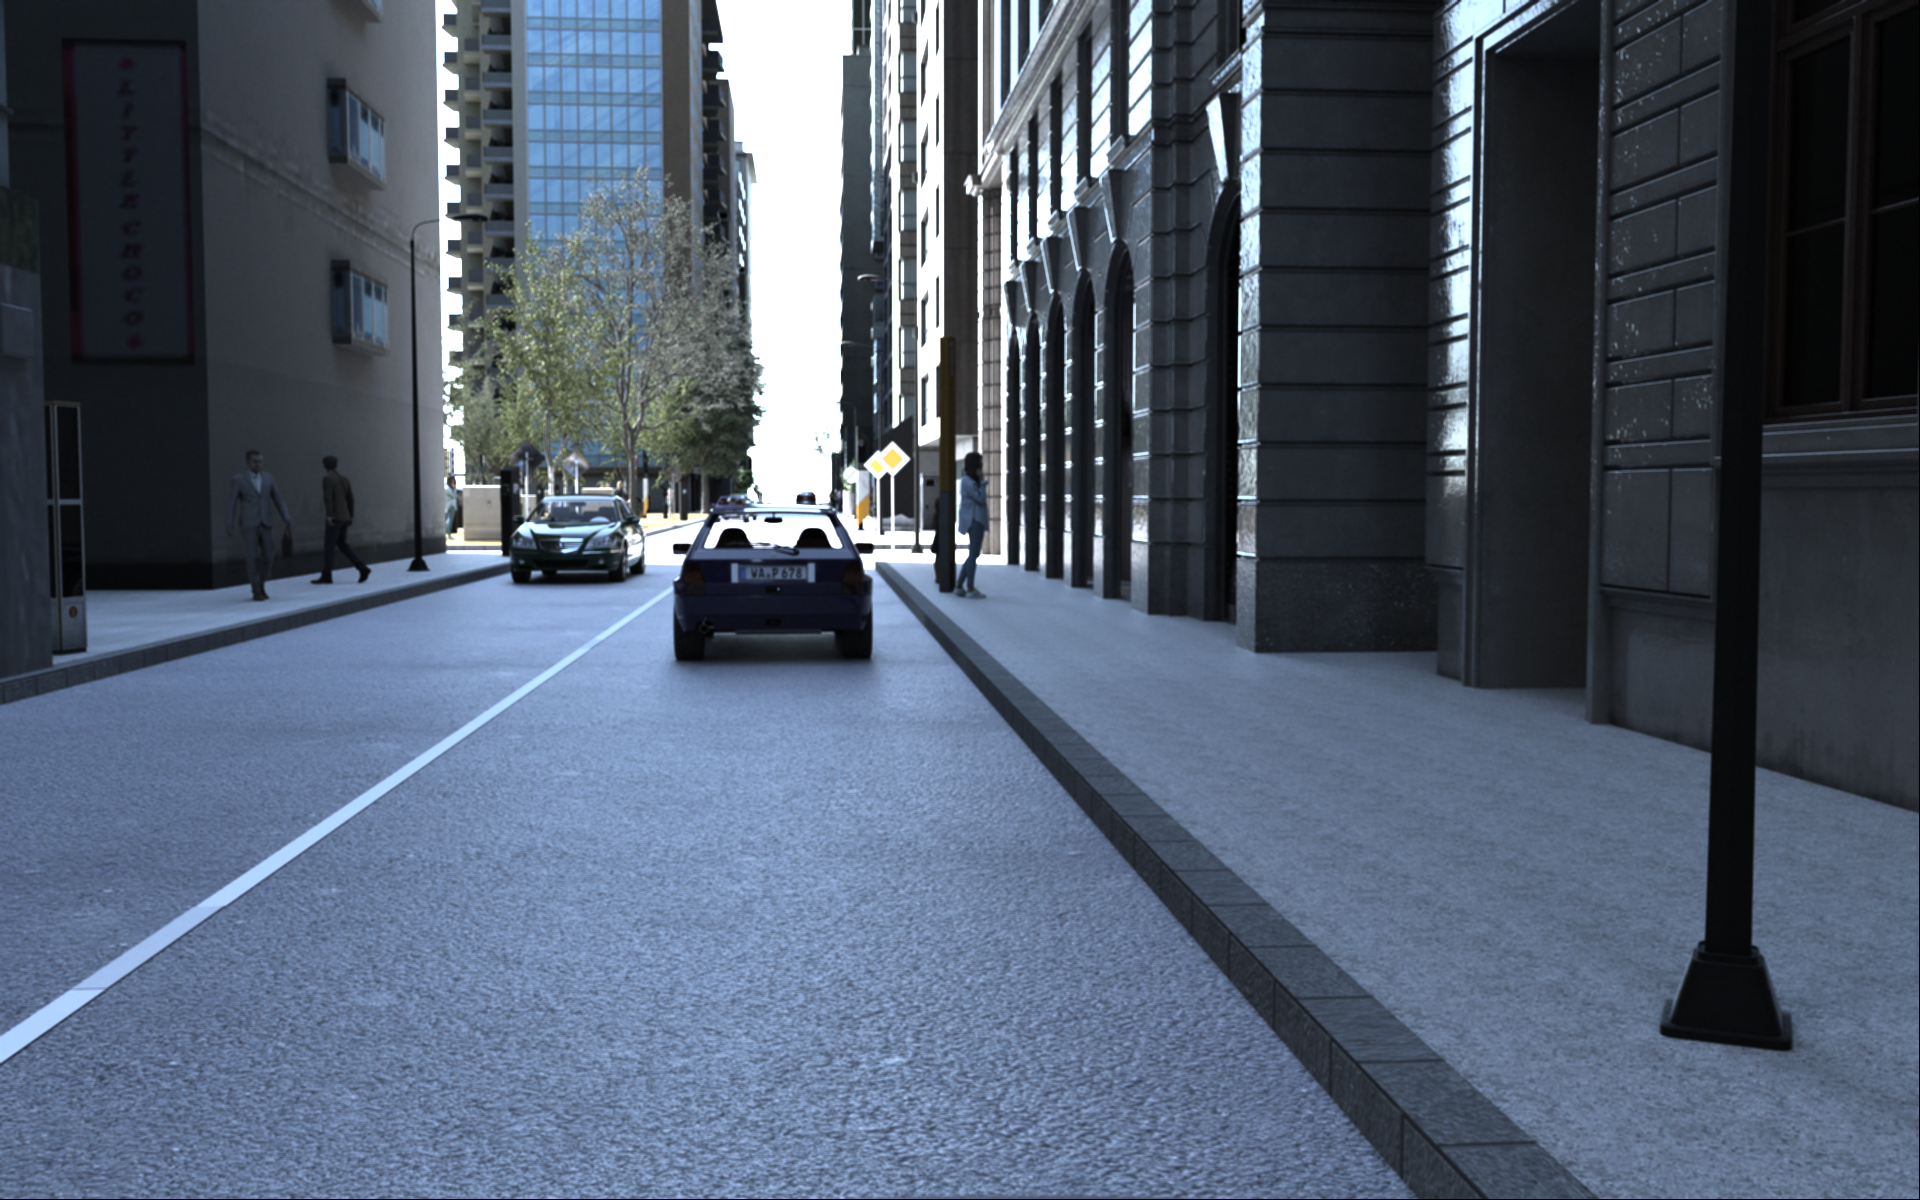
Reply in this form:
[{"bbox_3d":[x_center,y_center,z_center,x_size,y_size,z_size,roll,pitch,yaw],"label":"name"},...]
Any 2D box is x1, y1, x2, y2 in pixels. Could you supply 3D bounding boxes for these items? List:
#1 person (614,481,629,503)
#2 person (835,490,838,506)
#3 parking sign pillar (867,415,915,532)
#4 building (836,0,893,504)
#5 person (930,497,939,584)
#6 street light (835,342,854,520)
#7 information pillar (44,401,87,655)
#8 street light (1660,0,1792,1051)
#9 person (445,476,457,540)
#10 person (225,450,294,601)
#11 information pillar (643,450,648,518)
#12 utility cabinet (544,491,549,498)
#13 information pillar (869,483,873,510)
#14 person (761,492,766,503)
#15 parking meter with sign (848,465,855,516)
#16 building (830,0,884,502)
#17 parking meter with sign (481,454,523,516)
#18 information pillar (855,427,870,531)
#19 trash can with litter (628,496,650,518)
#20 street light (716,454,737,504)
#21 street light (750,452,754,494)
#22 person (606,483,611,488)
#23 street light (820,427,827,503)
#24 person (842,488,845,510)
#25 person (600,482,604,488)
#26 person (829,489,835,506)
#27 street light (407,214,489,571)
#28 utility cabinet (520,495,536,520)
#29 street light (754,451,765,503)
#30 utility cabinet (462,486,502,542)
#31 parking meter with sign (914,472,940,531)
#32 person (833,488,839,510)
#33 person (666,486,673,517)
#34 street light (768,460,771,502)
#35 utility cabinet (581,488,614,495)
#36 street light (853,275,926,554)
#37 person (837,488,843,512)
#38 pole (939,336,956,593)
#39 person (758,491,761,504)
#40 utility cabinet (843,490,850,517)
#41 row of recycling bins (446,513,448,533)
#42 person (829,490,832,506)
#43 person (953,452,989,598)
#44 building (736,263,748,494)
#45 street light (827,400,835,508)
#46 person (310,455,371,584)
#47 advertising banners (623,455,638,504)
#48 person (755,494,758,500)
[{"bbox_3d":[-13.597,-3.900,70.028,0.699,1.804,1.509,-2,4,-32],"label":"person"},{"bbox_3d":[-13.437,-11.152,189.103,0.721,1.736,1.217,0,4,-1],"label":"person"},{"bbox_3d":[-2.239,-4.342,59.470,1.447,3.967,1.447,1,4,10],"label":"parking sign pillar"},{"bbox_3d":[-6.839,-48.912,237.960,20.563,71.187,20.611,0,4,-5],"label":"building"},{"bbox_3d":[-0.245,-0.867,24.886,0.373,1.253,0.362,-1,4,-13],"label":"person"},{"bbox_3d":[-2.978,-4.922,53.023,1.470,5.913,1.316,0,4,-5],"label":"street light"},{"bbox_3d":[-7.263,-0.575,13.899,0.304,2.012,0.304,1,4,13],"label":"information pillar"},{"bbox_3d":[1.302,-1.921,3.943,1.470,5.913,1.316,0,4,-5],"label":"street light"},{"bbox_3d":[-14.301,-2.576,48.425,0.793,1.790,0.793,2,4,31],"label":"person"},{"bbox_3d":[-8.462,-0.902,20.905,0.853,1.813,0.709,3,5,45],"label":"person"},{"bbox_3d":[-16.593,-6.116,91.356,0.183,3.616,0.504,1,4,10],"label":"information pillar"},{"bbox_3d":[-27.691,-6.627,117.031,1.173,1.500,0.318,-3,5,-39],"label":"utility cabinet"},{"bbox_3d":[-6.068,-6.971,118.470,0.304,2.012,0.304,-2,4,-33],"label":"information pillar"},{"bbox_3d":[-27.975,-14.589,244.553,1.348,1.826,0.705,-2,4,-26],"label":"person"},{"bbox_3d":[-6.325,-6.555,103.430,0.543,3.016,1.738,-1,4,-9],"label":"parking meter with sign"},{"bbox_3d":[-8.535,-58.140,263.264,22.319,86.520,31.000,0,4,-5],"label":"building"},{"bbox_3d":[-20.131,-4.888,76.172,1.738,3.016,0.543,0,4,-7],"label":"parking meter with sign"},{"bbox_3d":[-3.399,-4.227,60.463,0.504,3.616,0.183,-2,4,-32],"label":"information pillar"},{"bbox_3d":[-17.330,-5.002,93.162,0.624,1.170,1.055,2,4,25],"label":"trash can with litter"},{"bbox_3d":[-16.543,-9.126,121.755,1.470,5.913,1.316,0,4,-5],"label":"street light"},{"bbox_3d":[-19.451,-11.143,154.725,1.470,5.913,1.316,0,4,-5],"label":"street light"},{"bbox_3d":[-18.503,-5.205,91.016,0.514,1.842,0.818,1,4,23],"label":"person"},{"bbox_3d":[-8.779,-9.035,120.260,1.470,5.913,1.316,0,4,-5],"label":"street light"},{"bbox_3d":[-9.559,-8.382,143.164,0.705,1.814,1.350,-2,4,-34],"label":"person"},{"bbox_3d":[-16.951,-4.677,82.289,0.659,1.850,0.755,-2,4,-28],"label":"person"},{"bbox_3d":[-13.102,-10.610,179.478,1.348,1.831,0.705,-3,5,-40],"label":"person"},{"bbox_3d":[-8.508,-3.441,28.800,1.470,5.913,1.316,0,4,-5],"label":"street light"},{"bbox_3d":[-20.667,-4.353,82.326,1.020,1.237,0.306,-1,4,-8],"label":"utility cabinet"},{"bbox_3d":[-22.193,-13.170,187.863,1.470,5.913,1.316,0,4,-5],"label":"street light"},{"bbox_3d":[-12.620,-2.290,46.115,1.173,1.500,0.318,-1,4,-12],"label":"utility cabinet"},{"bbox_3d":[-1.048,-3.967,61.126,1.738,3.016,0.543,-1,4,-13],"label":"parking meter with sign"},{"bbox_3d":[-8.960,-7.365,126.988,0.617,1.759,0.750,1,4,9],"label":"person"},{"bbox_3d":[-16.322,-5.570,97.125,0.555,1.821,0.388,2,4,30],"label":"person"},{"bbox_3d":[-26.556,-16.200,237.403,1.470,5.913,1.316,0,4,-5],"label":"street light"},{"bbox_3d":[-13.825,-3.512,66.100,1.173,1.500,0.318,0,4,1],"label":"utility cabinet"},{"bbox_3d":[-1.458,-3.938,36.927,1.470,5.913,1.316,0,4,-5],"label":"street light"},{"bbox_3d":[-8.462,-7.110,123.222,0.436,1.711,0.756,3,5,44],"label":"person"},{"bbox_3d":[-0.162,-1.756,22.562,0.158,3.312,0.155,0,3,0],"label":"pole"},{"bbox_3d":[-25.776,-13.222,222.887,0.621,1.740,0.551,-2,4,-29],"label":"person"},{"bbox_3d":[-6.145,-5.226,94.116,0.318,1.500,1.173,0,4,-7],"label":"utility cabinet"},{"bbox_3d":[-18.587,-3.043,56.870,3.534,1.692,1.069,0,4,-8],"label":"row of recycling bins"},{"bbox_3d":[-13.900,-11.010,186.995,0.436,1.711,0.756,2,4,35],"label":"person"},{"bbox_3d":[0.135,-0.922,21.376,0.793,1.790,0.793,-2,4,-34],"label":"person"},{"bbox_3d":[-33.140,-26.844,210.601,14.160,30.474,14.107,0,4,-5],"label":"building"},{"bbox_3d":[-5.728,-6.940,86.008,1.470,5.913,1.316,0,4,-5],"label":"street light"},{"bbox_3d":[-8.940,-1.162,24.954,0.836,1.842,0.656,-1,4,-19],"label":"person"},{"bbox_3d":[-15.051,-4.985,77.690,2.074,3.025,0.090,3,5,44],"label":"advertising banners"},{"bbox_3d":[-27.491,-13.999,235.653,1.217,1.743,0.721,-2,4,-31],"label":"person"}]
